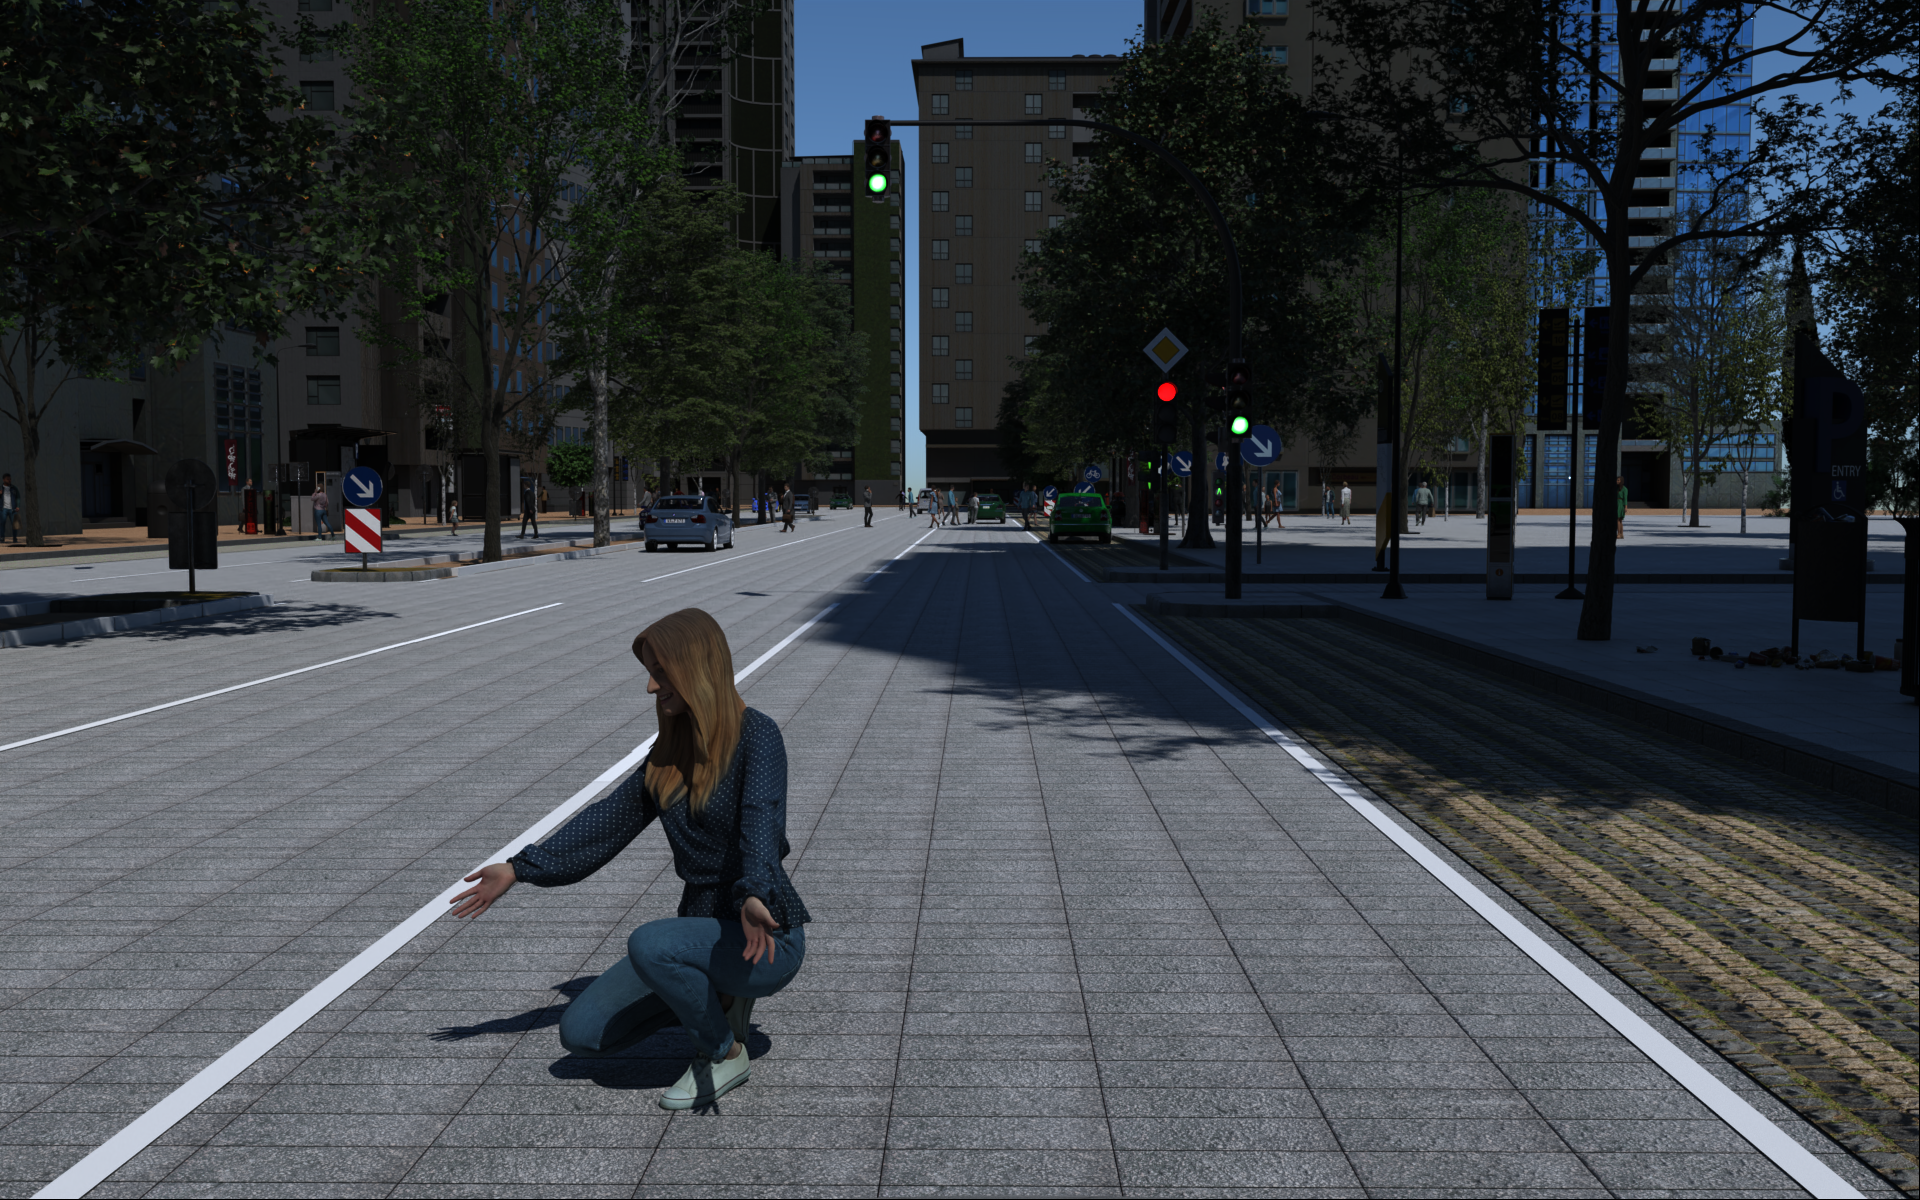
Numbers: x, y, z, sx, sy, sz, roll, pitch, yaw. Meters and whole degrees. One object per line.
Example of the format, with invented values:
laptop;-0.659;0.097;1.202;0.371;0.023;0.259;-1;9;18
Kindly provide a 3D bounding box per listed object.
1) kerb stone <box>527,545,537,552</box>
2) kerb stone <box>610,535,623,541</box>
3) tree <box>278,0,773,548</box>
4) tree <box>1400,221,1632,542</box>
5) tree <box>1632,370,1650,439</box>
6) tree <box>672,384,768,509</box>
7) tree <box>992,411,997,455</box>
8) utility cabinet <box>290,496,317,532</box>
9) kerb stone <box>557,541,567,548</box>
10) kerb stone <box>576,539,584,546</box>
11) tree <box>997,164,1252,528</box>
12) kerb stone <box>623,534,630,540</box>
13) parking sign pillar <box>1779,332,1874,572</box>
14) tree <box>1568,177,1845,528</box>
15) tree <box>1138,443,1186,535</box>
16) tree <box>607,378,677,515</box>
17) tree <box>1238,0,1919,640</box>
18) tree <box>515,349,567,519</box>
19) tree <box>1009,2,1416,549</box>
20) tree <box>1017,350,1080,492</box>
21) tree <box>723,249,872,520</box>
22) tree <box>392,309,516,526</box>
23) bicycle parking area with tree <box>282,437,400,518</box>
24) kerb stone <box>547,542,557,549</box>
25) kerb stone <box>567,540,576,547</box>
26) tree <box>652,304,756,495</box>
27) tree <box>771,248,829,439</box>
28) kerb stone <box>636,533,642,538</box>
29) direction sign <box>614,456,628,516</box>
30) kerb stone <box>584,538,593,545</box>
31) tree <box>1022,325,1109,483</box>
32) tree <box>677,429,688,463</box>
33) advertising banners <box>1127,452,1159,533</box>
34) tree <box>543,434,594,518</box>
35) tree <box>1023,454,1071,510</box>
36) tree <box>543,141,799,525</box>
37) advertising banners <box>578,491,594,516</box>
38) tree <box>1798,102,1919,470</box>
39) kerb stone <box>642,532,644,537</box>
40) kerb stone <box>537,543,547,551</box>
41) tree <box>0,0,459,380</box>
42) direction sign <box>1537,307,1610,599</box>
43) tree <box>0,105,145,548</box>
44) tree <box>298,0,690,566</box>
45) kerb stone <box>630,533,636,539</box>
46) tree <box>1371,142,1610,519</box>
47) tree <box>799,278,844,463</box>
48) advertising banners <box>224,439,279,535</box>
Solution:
kerb stone;-10.705;-1.258;42.827;0.120;0.150;1.000;0;4;1
kerb stone;-10.581;-1.887;53.087;0.120;0.150;1.000;0;4;1
tree;-10.485;-11.424;45.128;12.611;20.169;13.585;0;3;0
tree;14.567;-5.853;46.053;4.737;8.622;4.395;0;3;0
tree;32.320;-7.769;77.380;4.737;8.622;4.395;0;3;0
tree;-20.300;-14.766;151.794;12.009;13.543;11.850;0;3;0
tree;7.782;-16.542;177.108;9.857;13.997;8.962;0;3;0
utility cabinet;-21.890;-2.867;58.036;1.020;1.237;0.306;1;4;15
kerb stone;-10.668;-1.450;45.902;0.120;0.150;1.000;0;4;1
kerb stone;-10.642;-1.575;47.946;0.120;0.150;1.000;0;4;1
tree;6.626;-9.692;65.113;9.857;13.997;8.962;0;3;0
kerb stone;-10.566;-1.952;54.112;0.120;0.150;1.000;0;4;1
parking sign pillar;14.624;-2.487;29.129;1.447;3.967;1.447;-2;4;-24
tree;28.522;-9.549;66.502;12.009;13.543;11.850;0;3;0
tree;6.400;-3.649;54.270;1.663;3.219;1.824;0;3;0
tree;-20.337;-9.657;108.253;4.737;8.622;4.395;0;3;0
tree;5.925;-4.921;14.865;7.601;10.594;8.767;1;4;12
tree;-21.717;-8.411;87.889;4.360;8.622;3.978;0;3;0
tree;5.702;-7.579;40.917;9.611;12.733;9.660;0;3;0
tree;7.619;-11.526;114.200;9.928;11.665;9.643;0;3;0
tree;-8.988;-11.100;90.594;9.857;13.997;8.962;0;3;0
tree;-20.657;-7.311;69.896;4.360;8.622;3.978;0;3;0
bicycle parking area with tree;-31.230;-5.886;83.237;8.231;4.147;9.016;0;4;0
kerb stone;-10.684;-1.387;44.874;0.120;0.150;1.000;0;4;1
kerb stone;-10.649;-1.511;46.924;0.120;0.150;1.000;0;4;1
tree;-9.648;-6.808;64.133;4.360;8.622;3.978;0;3;0
tree;-9.245;-8.777;71.714;9.928;11.665;9.643;0;3;0
kerb stone;-10.537;-2.075;56.164;0.120;0.150;1.000;0;4;1
direction sign;-20.285;-6.828;103.630;0.876;3.537;0.379;0;4;-2
kerb stone;-10.628;-1.635;48.977;0.120;0.150;1.000;0;4;1
tree;7.416;-11.144;100.328;7.486;12.596;7.792;0;3;0
tree;-21.253;-10.761;126.312;4.737;8.622;4.395;0;3;0
advertising banners;6.033;-3.692;56.550;0.090;3.025;2.074;-2;4;-31
tree;-21.043;-6.742;93.942;4.285;4.588;4.351;0;3;0
tree;8.321;-10.378;153.388;4.285;4.588;4.351;0;3;0
tree;-9.620;-8.282;55.988;7.486;12.596;7.792;0;3;0
advertising banners;-21.716;-6.319;99.500;2.074;3.025;0.090;2;4;29
tree;28.104;-7.972;47.358;9.611;12.733;9.660;0;3;0
kerb stone;-10.529;-2.140;57.188;0.120;0.150;1.000;0;4;1
kerb stone;-10.695;-1.320;43.851;0.120;0.150;1.000;0;4;1
tree;-9.810;-5.847;15.058;9.611;12.733;9.660;0;3;0
direction sign;7.499;-1.783;21.146;0.876;3.537;0.379;1;4;23
tree;-22.549;-7.091;41.697;9.928;11.665;9.643;0;3;0
tree;-9.211;-6.472;34.024;9.928;11.665;9.643;0;3;0
kerb stone;-10.552;-2.011;55.138;0.120;0.150;1.000;0;4;1
tree;28.135;-14.392;91.196;12.611;20.169;13.585;0;3;0
tree;-9.303;-9.779;80.477;7.486;12.596;7.792;0;3;0
advertising banners;-22.393;-3.578;54.695;2.074;3.025;0.090;1;4;21
